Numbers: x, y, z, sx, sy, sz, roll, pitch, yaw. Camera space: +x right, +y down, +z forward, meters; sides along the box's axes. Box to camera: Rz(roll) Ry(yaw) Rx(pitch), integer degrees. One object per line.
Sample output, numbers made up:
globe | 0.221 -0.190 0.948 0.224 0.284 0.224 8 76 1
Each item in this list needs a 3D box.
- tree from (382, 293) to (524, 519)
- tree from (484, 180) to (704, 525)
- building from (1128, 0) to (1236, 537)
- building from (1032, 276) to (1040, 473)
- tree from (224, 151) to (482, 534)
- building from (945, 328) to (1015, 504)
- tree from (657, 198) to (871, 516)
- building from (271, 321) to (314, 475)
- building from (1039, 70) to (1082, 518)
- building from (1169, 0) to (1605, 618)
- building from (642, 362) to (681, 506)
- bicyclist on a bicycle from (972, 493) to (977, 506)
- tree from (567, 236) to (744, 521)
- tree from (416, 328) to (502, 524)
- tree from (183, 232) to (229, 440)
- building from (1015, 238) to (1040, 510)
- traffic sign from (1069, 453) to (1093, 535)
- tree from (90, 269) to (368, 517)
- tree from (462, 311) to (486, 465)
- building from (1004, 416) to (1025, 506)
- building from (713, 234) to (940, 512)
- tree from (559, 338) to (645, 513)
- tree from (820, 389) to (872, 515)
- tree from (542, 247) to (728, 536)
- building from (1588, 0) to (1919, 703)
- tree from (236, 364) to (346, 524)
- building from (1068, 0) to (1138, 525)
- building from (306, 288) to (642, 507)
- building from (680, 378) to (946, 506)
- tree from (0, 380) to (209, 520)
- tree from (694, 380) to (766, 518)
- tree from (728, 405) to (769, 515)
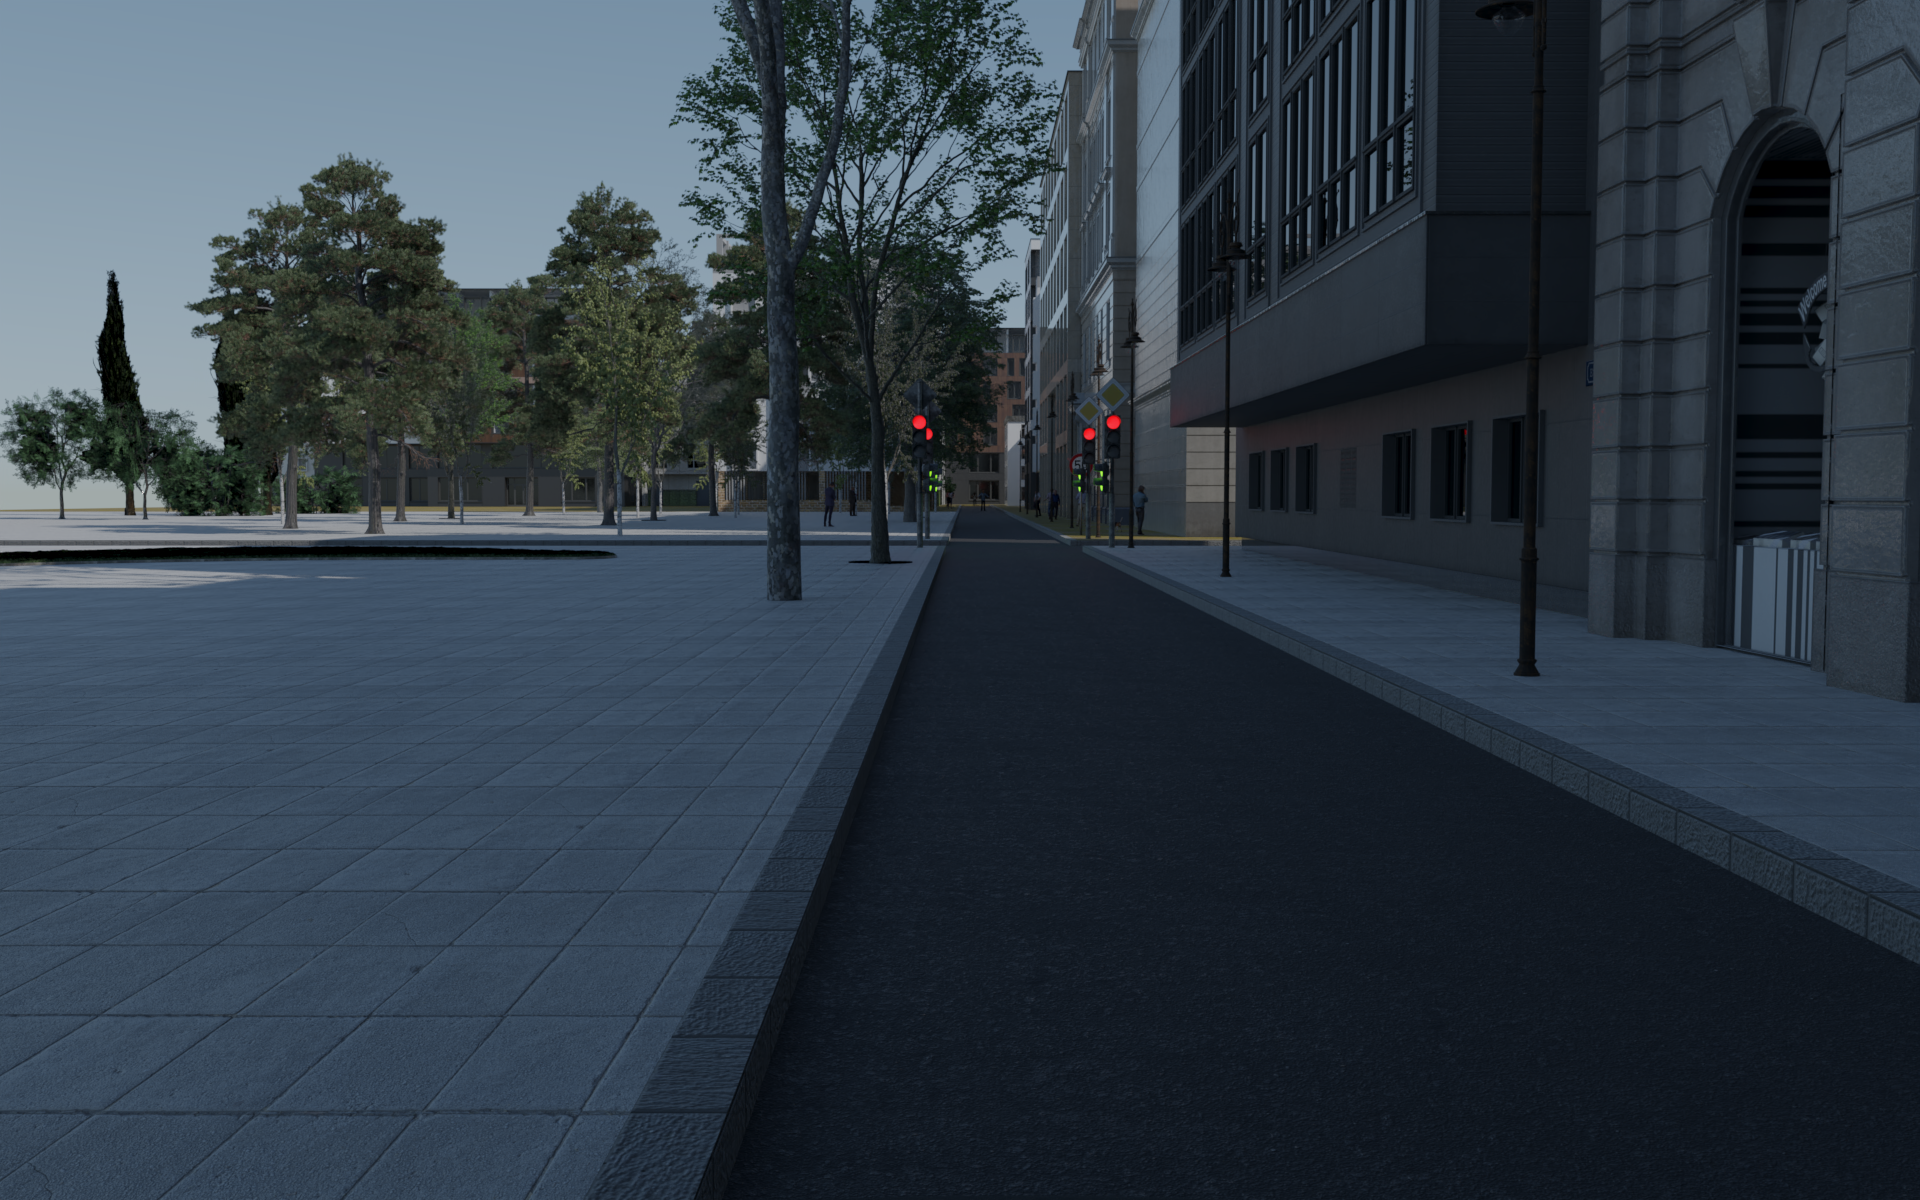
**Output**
tree | -26.490 -10.006 89.349 9.928 11.665 9.643 0 3 0
tree | -14.176 -9.997 70.873 7.806 13.903 7.818 0 3 0
building | 28.156 -17.237 58.244 44.131 29.872 17.030 0 4 0
building | 13.669 -16.908 132.862 16.016 20.091 11.380 0 4 0
tree | -18.750 -8.138 55.120 6.751 12.117 7.091 0 3 0
building | 14.485 -23.184 223.029 32.646 21.610 27.936 0 4 0
tree | -6.514 -8.570 62.181 6.751 12.117 7.091 0 3 0
building | -72.028 -20.500 191.596 11.380 20.091 16.016 0 4 0
building | 15.294 -18.529 107.467 19.350 26.468 34.151 0 4 0
building | 11.851 -14.322 27.673 14.314 27.812 24.014 0 4 0
building | -49.441 -21.496 217.909 31.486 18.905 16.747 0 4 0
bicyclist on a bicycle | 1.690 -11.518 198.339 1.499 1.676 1.625 0 4 2
tree | -14.629 -10.542 82.726 12.009 13.543 11.850 0 3 0
tree | -21.203 -7.506 73.078 4.360 8.622 3.978 0 3 0
tree | -24.620 -8.661 63.656 6.751 12.117 7.091 0 3 0
building | 19.629 -19.012 154.823 27.936 21.610 32.646 0 4 0
traffic sign | 3.770 -3.289 53.889 0.768 2.556 0.104 1 4 9
tree | -44.955 -12.526 106.627 13.155 14.587 18.604 0 4 -1
tree | -25.176 -11.818 100.639 7.806 13.903 7.818 0 3 0
building | 9.528 -14.898 185.722 9.099 9.664 28.070 0 4 0
building | -9.780 -16.761 130.465 16.016 20.091 11.380 0 4 0
tree | -25.200 -12.284 118.970 7.486 12.596 7.792 0 3 0
tree | -8.323 -10.188 116.938 4.737 8.622 4.395 0 3 0
tree | -10.122 -6.247 52.505 4.737 8.622 4.395 0 3 0
building | 11.648 -9.912 3.864 13.314 21.916 24.055 0 4 0
tree | -28.533 -7.517 73.263 4.737 8.622 4.395 0 3 0
building | 12.441 -18.007 80.324 13.634 28.700 20.117 0 4 0
building | -50.033 -20.916 185.955 32.646 21.610 27.936 0 4 0
building | -17.599 -21.467 217.441 31.486 18.905 16.747 0 4 0
tree | -48.545 -7.589 86.983 20.602 7.101 11.467 -1 4 -17
tree | -12.139 -8.722 92.964 4.360 8.622 3.978 0 3 0
tree | -13.772 -9.641 107.993 4.737 8.622 4.395 0 3 0
